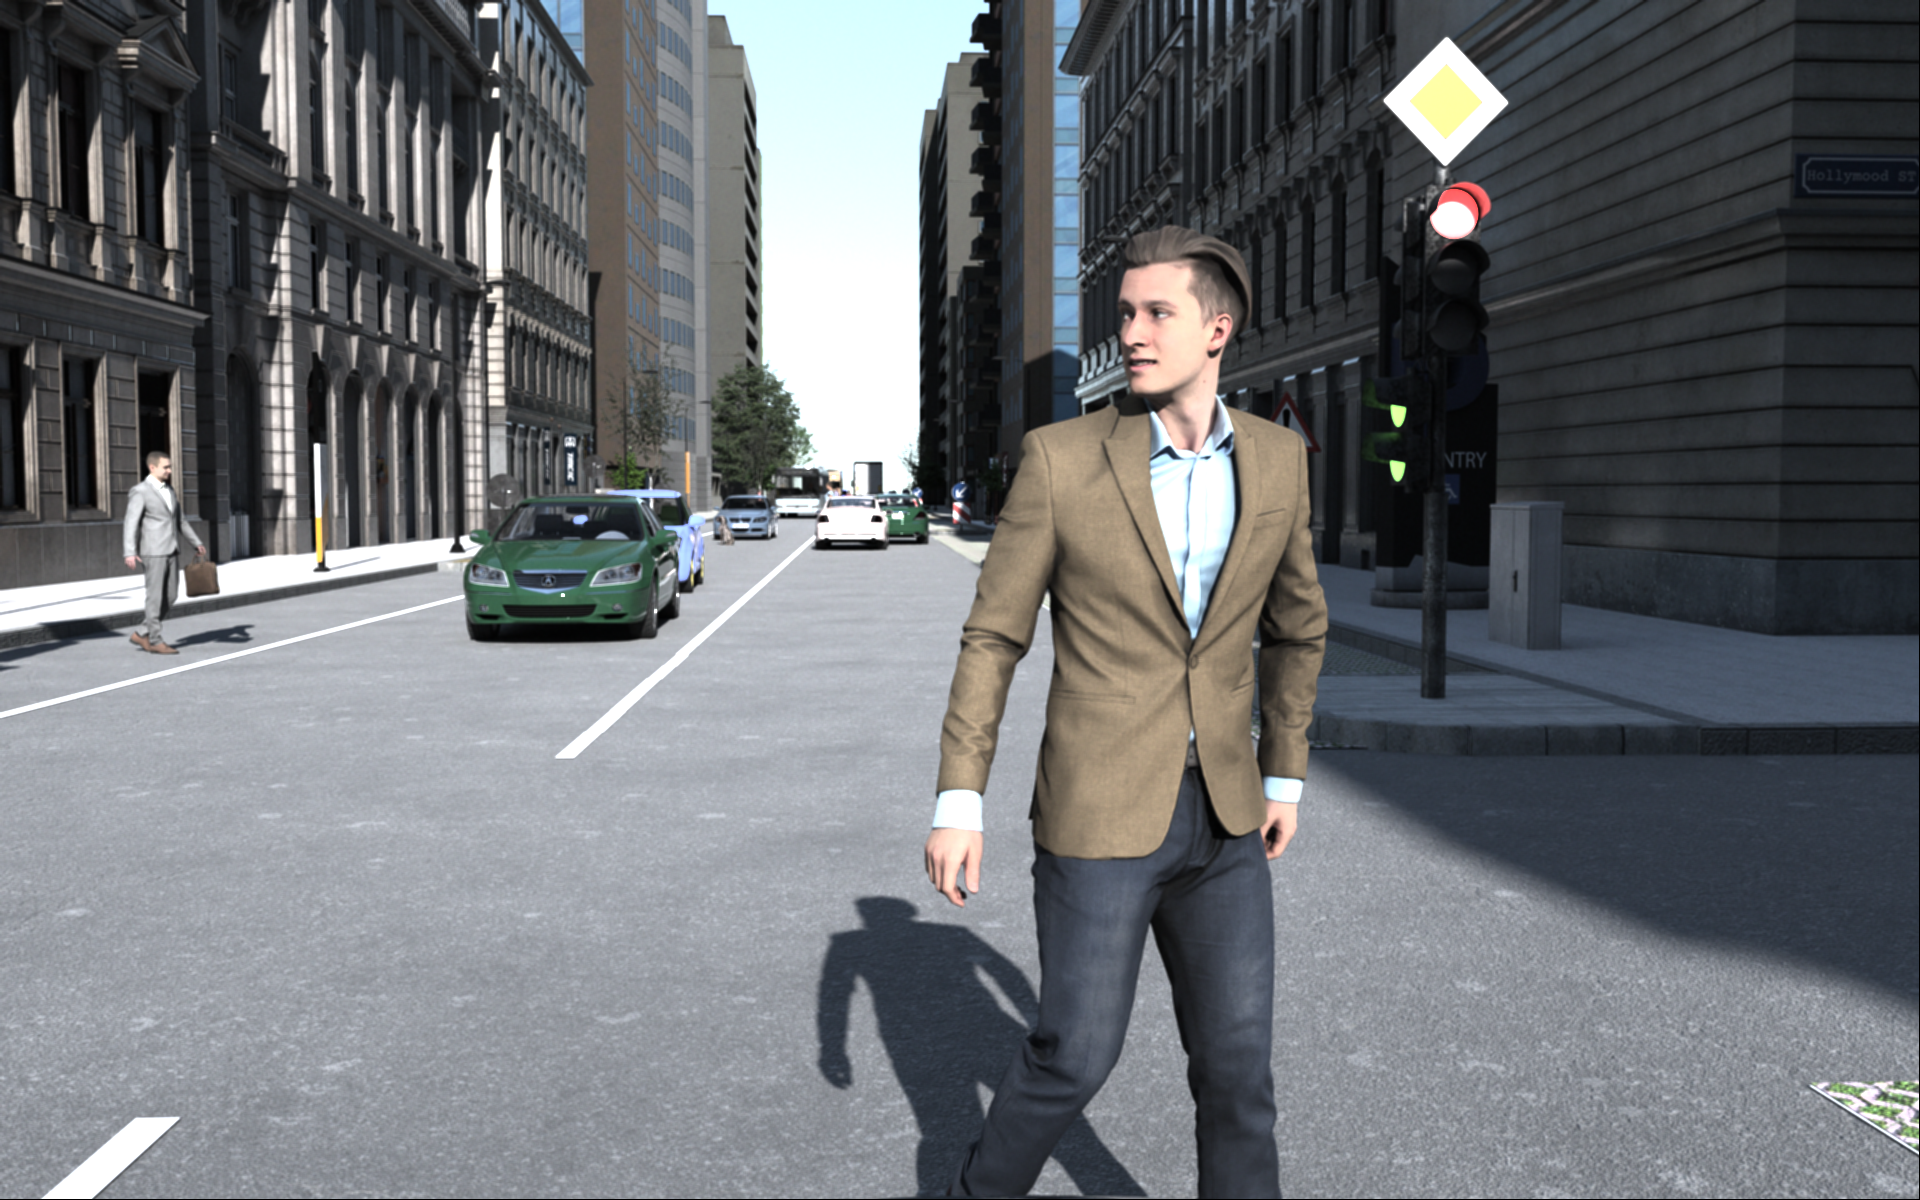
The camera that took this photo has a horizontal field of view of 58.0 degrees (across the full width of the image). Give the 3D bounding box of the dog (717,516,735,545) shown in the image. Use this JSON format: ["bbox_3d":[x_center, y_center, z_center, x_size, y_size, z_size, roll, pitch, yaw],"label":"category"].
[{"bbox_3d":[-6.609,-1.952,48.760,0.513,0.831,0.800,0,4,-6],"label":"dog"}]

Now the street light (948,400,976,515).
[{"bbox_3d":[0.198,-6.935,85.920,1.470,5.913,1.316,0,4,-3],"label":"street light"}]

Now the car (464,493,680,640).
[{"bbox_3d":[-4.051,-0.415,18.591,2.131,1.459,4.920,0,4,-5],"label":"car"}]

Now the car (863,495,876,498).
[{"bbox_3d":[-5.605,-6.064,111.513,2.083,1.381,4.827,0,4,-4],"label":"car"}]

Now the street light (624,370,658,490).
[{"bbox_3d":[-11.986,-5.645,64.832,1.470,5.913,1.316,0,4,-3],"label":"street light"}]

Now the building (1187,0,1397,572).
[{"bbox_3d":[11.056,-11.441,36.204,9.793,20.994,18.267,0,4,-3],"label":"building"}]

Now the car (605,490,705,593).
[{"bbox_3d":[-4.801,-1.013,26.147,1.945,1.707,3.694,0,4,-5],"label":"car"}]

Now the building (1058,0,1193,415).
[{"bbox_3d":[9.145,-13.133,65.634,10.553,20.767,40.483,0,4,-3],"label":"building"}]

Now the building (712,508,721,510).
[{"bbox_3d":[-35.840,-27.304,138.305,32.217,40.220,23.993,0,4,-3],"label":"building"}]

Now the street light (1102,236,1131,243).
[{"bbox_3d":[3.244,-3.597,31.353,1.470,5.913,1.316,0,4,-3],"label":"street light"}]

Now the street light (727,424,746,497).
[{"bbox_3d":[-14.854,-8.701,114.801,1.470,5.913,1.316,0,4,-3],"label":"street light"}]

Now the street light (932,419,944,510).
[{"bbox_3d":[-0.959,-8.254,107.501,1.470,5.913,1.316,0,4,-3],"label":"street light"}]

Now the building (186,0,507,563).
[{"bbox_3d":[-20.214,-12.278,42.551,13.314,21.916,24.055,0,4,-3],"label":"building"}]

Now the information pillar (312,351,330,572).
[{"bbox_3d":[-10.574,-2.281,28.642,0.183,3.616,0.504,0,4,-6],"label":"information pillar"}]

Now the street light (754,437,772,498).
[{"bbox_3d":[-16.307,-10.373,142.139,1.470,5.913,1.316,0,4,-3],"label":"street light"}]

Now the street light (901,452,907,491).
[{"bbox_3d":[-5.566,-13.332,190.517,1.470,5.913,1.316,0,4,-3],"label":"street light"}]

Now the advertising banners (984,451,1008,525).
[{"bbox_3d":[1.517,-4.624,71.792,0.090,3.025,2.074,-2,4,-26],"label":"advertising banners"}]

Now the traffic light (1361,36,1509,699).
[{"bbox_3d":[2.965,-1.339,10.811,0.839,4.253,0.868,0,4,-3],"label":"traffic light"}]

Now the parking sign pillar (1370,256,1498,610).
[{"bbox_3d":[5.454,-1.915,19.782,1.447,3.967,1.447,-1,4,-14],"label":"parking sign pillar"}]

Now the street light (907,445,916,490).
[{"bbox_3d":[-4.018,-11.610,162.361,1.470,5.913,1.316,0,4,-3],"label":"street light"}]

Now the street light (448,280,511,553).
[{"bbox_3d":[-10.440,-3.984,37.675,1.470,5.913,1.316,0,4,-3],"label":"street light"}]

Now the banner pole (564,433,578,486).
[{"bbox_3d":[-14.255,-4.447,62.731,0.863,3.779,0.401,-2,4,-28],"label":"banner pole"}]

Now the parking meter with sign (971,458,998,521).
[{"bbox_3d":[1.140,-5.374,84.132,0.543,3.016,1.738,-2,4,-33],"label":"parking meter with sign"}]

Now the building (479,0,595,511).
[{"bbox_3d":[-19.762,-13.142,64.014,9.793,20.994,18.267,0,4,-3],"label":"building"}]

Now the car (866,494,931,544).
[{"bbox_3d":[-1.886,-2.390,50.880,2.131,1.459,4.920,0,4,-3],"label":"car"}]

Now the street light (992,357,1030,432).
[{"bbox_3d":[1.789,-5.274,58.766,1.470,5.913,1.316,0,4,-3],"label":"street light"}]

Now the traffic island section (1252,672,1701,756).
[{"bbox_3d":[3.005,0.694,10.927,2.009,0.180,2.903,0,4,-3],"label":"traffic island section"}]

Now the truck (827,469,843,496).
[{"bbox_3d":[-14.758,-12.821,198.544,2.839,4.237,11.283,0,4,-3],"label":"truck"}]

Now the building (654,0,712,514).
[{"bbox_3d":[-28.070,-34.868,112.084,21.231,58.520,28.212,0,4,-3],"label":"building"}]

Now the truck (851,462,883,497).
[{"bbox_3d":[-8.272,-10.142,154.731,2.839,4.237,11.283,0,4,-4],"label":"truck"}]

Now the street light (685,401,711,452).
[{"bbox_3d":[-13.113,-6.968,86.468,1.470,5.913,1.316,0,4,-3],"label":"street light"}]

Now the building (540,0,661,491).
[{"bbox_3d":[-23.708,-26.974,91.132,14.600,45.320,14.200,0,4,-3],"label":"building"}]

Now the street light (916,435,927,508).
[{"bbox_3d":[-2.455,-9.949,135.206,1.470,5.913,1.316,0,4,-3],"label":"street light"}]

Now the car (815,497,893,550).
[{"bbox_3d":[-2.829,-2.051,45.904,2.083,1.381,4.827,0,4,-1],"label":"car"}]

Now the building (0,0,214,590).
[{"bbox_3d":[-17.372,-9.536,20.549,10.561,19.102,19.286,0,4,-3],"label":"building"}]

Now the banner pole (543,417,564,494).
[{"bbox_3d":[-13.466,-4.086,56.817,0.401,3.779,0.863,-3,4,-37],"label":"banner pole"}]

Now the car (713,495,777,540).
[{"bbox_3d":[-6.852,-2.666,55.587,2.014,1.417,4.499,0,4,-2],"label":"car"}]

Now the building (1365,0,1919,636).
[{"bbox_3d":[23.976,-12.349,20.986,34.723,24.649,14.460,0,4,-3],"label":"building"}]

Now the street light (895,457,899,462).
[{"bbox_3d":[-7.066,-15.002,217.815,1.470,5.913,1.316,0,4,-3],"label":"street light"}]

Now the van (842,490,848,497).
[{"bbox_3d":[-16.255,-14.226,236.985,2.240,2.365,5.245,0,4,-2],"label":"van"}]

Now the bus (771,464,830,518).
[{"bbox_3d":[-9.566,-6.784,105.776,2.948,3.499,13.247,0,4,-2],"label":"bus"}]
